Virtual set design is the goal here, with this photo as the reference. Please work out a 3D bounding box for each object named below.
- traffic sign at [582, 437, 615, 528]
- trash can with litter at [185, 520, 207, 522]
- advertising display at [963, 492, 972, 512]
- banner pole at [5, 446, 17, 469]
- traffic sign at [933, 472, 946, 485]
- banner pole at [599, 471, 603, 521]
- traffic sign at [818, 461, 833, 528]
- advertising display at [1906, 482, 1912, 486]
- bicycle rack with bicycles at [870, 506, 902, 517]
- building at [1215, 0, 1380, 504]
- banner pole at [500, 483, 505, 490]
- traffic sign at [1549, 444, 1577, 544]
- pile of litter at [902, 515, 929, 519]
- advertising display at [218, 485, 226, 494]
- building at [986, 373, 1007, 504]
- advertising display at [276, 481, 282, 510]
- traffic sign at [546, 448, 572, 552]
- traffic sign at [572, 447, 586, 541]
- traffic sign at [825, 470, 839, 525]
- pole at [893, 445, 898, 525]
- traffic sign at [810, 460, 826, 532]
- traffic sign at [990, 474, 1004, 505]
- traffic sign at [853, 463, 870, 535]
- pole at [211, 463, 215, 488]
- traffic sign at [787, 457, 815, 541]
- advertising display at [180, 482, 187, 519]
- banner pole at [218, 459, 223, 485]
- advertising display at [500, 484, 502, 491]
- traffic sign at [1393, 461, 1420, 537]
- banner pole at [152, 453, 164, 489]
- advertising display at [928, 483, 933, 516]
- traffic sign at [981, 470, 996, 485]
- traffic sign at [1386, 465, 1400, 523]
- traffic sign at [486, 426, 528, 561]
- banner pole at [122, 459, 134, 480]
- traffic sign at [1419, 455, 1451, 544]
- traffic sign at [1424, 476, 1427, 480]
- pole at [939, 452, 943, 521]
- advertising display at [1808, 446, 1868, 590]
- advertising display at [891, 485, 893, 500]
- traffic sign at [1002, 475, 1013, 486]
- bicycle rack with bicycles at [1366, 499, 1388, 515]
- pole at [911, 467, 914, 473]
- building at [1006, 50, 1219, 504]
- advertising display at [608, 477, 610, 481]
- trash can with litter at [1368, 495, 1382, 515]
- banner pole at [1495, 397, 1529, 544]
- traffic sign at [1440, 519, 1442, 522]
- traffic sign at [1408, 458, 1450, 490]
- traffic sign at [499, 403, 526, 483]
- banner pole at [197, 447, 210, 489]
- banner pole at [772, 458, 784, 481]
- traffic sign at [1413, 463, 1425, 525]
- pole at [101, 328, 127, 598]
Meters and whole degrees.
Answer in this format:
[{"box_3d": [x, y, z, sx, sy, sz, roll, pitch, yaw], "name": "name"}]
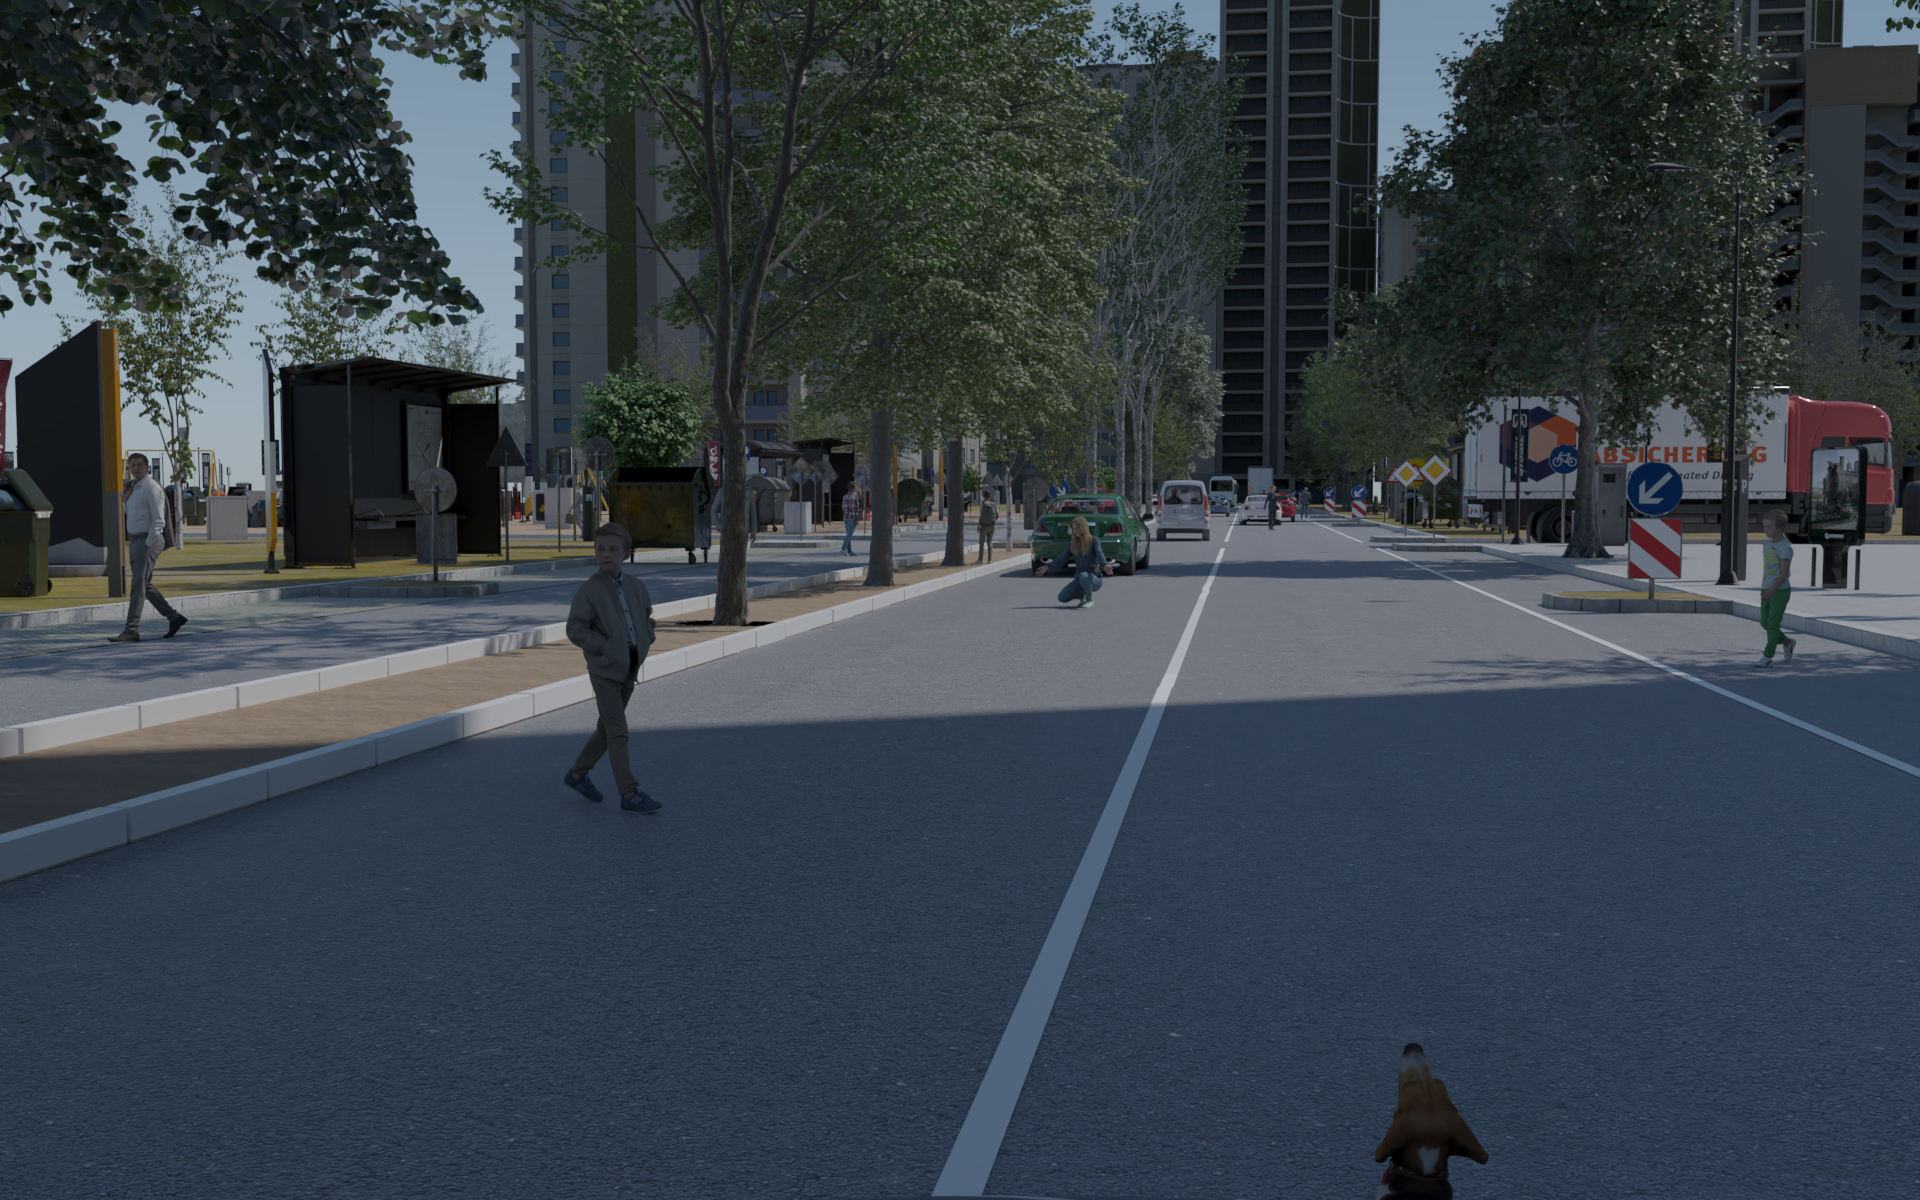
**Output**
[{"box_3d": [-8.018, -2.339, 38.346, 0.768, 2.556, 0.104, 1, 4, 11], "name": "traffic sign"}, {"box_3d": [-34.954, -4.133, 78.629, 1.678, 1.210, 2.233, 1, 4, 18], "name": "trash can with litter"}, {"box_3d": [0.383, -7.289, 124.391, 0.974, 1.923, 0.123, -2, 4, -28], "name": "advertising display"}, {"box_3d": [-48.845, -6.075, 89.348, 0.863, 3.779, 0.401, -3, 5, -40], "name": "banner pole"}, {"box_3d": [-1.139, -5.939, 97.201, 0.768, 2.556, 0.104, 1, 4, 19], "name": "traffic sign"}, {"box_3d": [-16.808, -5.572, 81.115, 0.401, 3.779, 0.863, -1, 4, -20], "name": "banner pole"}, {"box_3d": [-5.222, -4.027, 65.950, 0.768, 2.556, 0.104, 1, 4, 16], "name": "traffic sign"}, {"box_3d": [49.428, -5.157, 89.528, 0.974, 1.923, 0.123, 1, 4, 14], "name": "advertising display"}, {"box_3d": [-4.163, -5.241, 99.074, 2.852, 0.926, 2.925, 3, 5, 41], "name": "bicycle rack with bicycles"}, {"box_3d": [44.875, -48.458, 230.543, 20.611, 71.187, 20.563, 1, 4, 9], "name": "building"}, {"box_3d": [-32.119, -8.002, 120.850, 0.863, 3.779, 0.401, -2, 4, -35], "name": "banner pole"}, {"box_3d": [15.484, -2.711, 44.427, 0.768, 2.556, 0.104, 1, 4, 11], "name": "traffic sign"}, {"box_3d": [-2.380, -4.660, 90.162, 1.176, 0.858, 1.719, -1, 4, -20], "name": "pile of litter"}, {"box_3d": [-49.905, -6.840, 117.043, 0.974, 1.923, 0.123, 3, 5, 39], "name": "advertising display"}, {"box_3d": [-5.952, -40.052, 244.092, 27.495, 52.752, 28.713, 1, 4, 9], "name": "building"}, {"box_3d": [-32.861, -4.768, 83.164, 0.123, 1.923, 0.974, 3, 4, 38], "name": "advertising display"}, {"box_3d": [-8.839, -2.205, 38.174, 0.606, 2.300, 0.079, 1, 4, 13], "name": "traffic sign"}, {"box_3d": [-10.528, -2.885, 47.275, 0.768, 2.556, 0.104, 1, 4, 15], "name": "traffic sign"}, {"box_3d": [-5.364, -4.291, 71.336, 0.795, 2.450, 0.064, 1, 4, 12], "name": "traffic sign"}, {"box_3d": [-2.706, -4.790, 72.164, 0.158, 3.312, 0.155, 0, 3, 0], "name": "pole"}, {"box_3d": [-4.933, -3.537, 59.012, 0.795, 2.450, 0.064, 1, 4, 15], "name": "traffic sign"}, {"box_3d": [2.315, -6.663, 108.936, 0.884, 2.594, 0.081, 1, 4, 19], "name": "traffic sign"}, {"box_3d": [-3.010, -3.129, 54.809, 0.795, 2.450, 0.064, 1, 4, 9], "name": "traffic sign"}, {"box_3d": [-49.128, -7.345, 113.934, 0.158, 3.312, 0.155, 0, 3, 0], "name": "pole"}, {"box_3d": [-4.308, -2.648, 46.930, 0.795, 2.450, 0.064, 1, 4, 9], "name": "traffic sign"}, {"box_3d": [-40.267, -5.178, 89.870, 0.123, 1.923, 0.974, -1, 4, -11], "name": "advertising display"}, {"box_3d": [-53.239, -8.243, 124.786, 0.401, 3.779, 0.863, 0, 4, -4], "name": "banner pole"}, {"box_3d": [-28.534, -6.173, 106.142, 0.974, 1.923, 0.123, 1, 4, 13], "name": "advertising display"}, {"box_3d": [13.411, -2.963, 52.092, 0.795, 2.450, 0.064, 1, 4, 9], "name": "traffic sign"}, {"box_3d": [-48.791, -7.065, 105.528, 0.863, 3.779, 0.401, -1, 4, -9], "name": "banner pole"}, {"box_3d": [-1.813, -5.896, 101.617, 0.123, 1.923, 0.974, 1, 4, 20], "name": "advertising display"}, {"box_3d": [1.548, -5.817, 95.108, 0.884, 2.594, 0.081, 1, 4, 10], "name": "traffic sign"}, {"box_3d": [19.482, -4.738, 77.470, 0.884, 2.594, 0.081, 1, 4, 16], "name": "traffic sign"}, {"box_3d": [-8.719, -2.036, 33.301, 0.884, 2.594, 0.081, 1, 4, 16], "name": "traffic sign"}, {"box_3d": [-52.056, -7.250, 108.557, 0.863, 3.779, 0.401, 0, 4, -3], "name": "banner pole"}, {"box_3d": [12.112, -2.481, 44.213, 0.795, 2.450, 0.064, 1, 4, 9], "name": "traffic sign"}, {"box_3d": [26.441, -5.941, 97.247, 0.768, 2.556, 0.104, 1, 4, 11], "name": "traffic sign"}, {"box_3d": [-0.915, -5.474, 83.337, 0.158, 3.312, 0.155, 0, 3, 0], "name": "pole"}, {"box_3d": [11.921, -1.122, 23.551, 0.123, 1.923, 0.974, -1, 4, -12], "name": "advertising display"}, {"box_3d": [-4.742, -7.098, 121.266, 0.974, 1.923, 0.123, 1, 4, 17], "name": "advertising display"}, {"box_3d": [3.087, -6.876, 112.527, 0.768, 2.556, 0.104, 1, 4, 10], "name": "traffic sign"}, {"box_3d": [30.185, -6.582, 120.996, 2.925, 0.926, 2.852, 0, 4, 0], "name": "bicycle rack with bicycles"}, {"box_3d": [-3.538, -8.320, 129.870, 0.158, 3.312, 0.155, 0, 3, 0], "name": "pole"}, {"box_3d": [20.837, -42.397, 235.186, 28.212, 58.520, 21.231, 1, 4, 9], "name": "building"}, {"box_3d": [-11.081, -3.172, 57.074, 0.974, 1.923, 0.123, -1, 4, -10], "name": "advertising display"}, {"box_3d": [24.934, -5.724, 104.648, 1.678, 1.210, 2.233, 2, 4, 25], "name": "trash can with litter"}, {"box_3d": [14.283, -3.346, 44.727, 0.863, 3.779, 0.401, 0, 4, -2], "name": "banner pole"}, {"box_3d": [21.808, -4.791, 78.447, 0.768, 2.556, 0.104, 1, 4, 19], "name": "traffic sign"}, {"box_3d": [26.395, -6.346, 97.628, 2.265, 3.308, 0.079, 1, 4, 13], "name": "traffic sign"}, {"box_3d": [-10.846, -2.763, 39.046, 2.265, 3.308, 0.079, 1, 4, 14], "name": "traffic sign"}, {"box_3d": [-40.311, -6.256, 92.305, 0.401, 3.779, 0.863, 3, 5, 40], "name": "banner pole"}, {"box_3d": [-9.533, -6.122, 90.117, 0.863, 3.779, 0.401, 1, 4, 11], "name": "banner pole"}, {"box_3d": [18.954, -4.414, 72.165, 0.884, 2.594, 0.081, 1, 4, 17], "name": "traffic sign"}, {"box_3d": [-10.471, -1.687, 21.429, 0.158, 3.312, 0.155, 0, 3, 0], "name": "pole"}]
